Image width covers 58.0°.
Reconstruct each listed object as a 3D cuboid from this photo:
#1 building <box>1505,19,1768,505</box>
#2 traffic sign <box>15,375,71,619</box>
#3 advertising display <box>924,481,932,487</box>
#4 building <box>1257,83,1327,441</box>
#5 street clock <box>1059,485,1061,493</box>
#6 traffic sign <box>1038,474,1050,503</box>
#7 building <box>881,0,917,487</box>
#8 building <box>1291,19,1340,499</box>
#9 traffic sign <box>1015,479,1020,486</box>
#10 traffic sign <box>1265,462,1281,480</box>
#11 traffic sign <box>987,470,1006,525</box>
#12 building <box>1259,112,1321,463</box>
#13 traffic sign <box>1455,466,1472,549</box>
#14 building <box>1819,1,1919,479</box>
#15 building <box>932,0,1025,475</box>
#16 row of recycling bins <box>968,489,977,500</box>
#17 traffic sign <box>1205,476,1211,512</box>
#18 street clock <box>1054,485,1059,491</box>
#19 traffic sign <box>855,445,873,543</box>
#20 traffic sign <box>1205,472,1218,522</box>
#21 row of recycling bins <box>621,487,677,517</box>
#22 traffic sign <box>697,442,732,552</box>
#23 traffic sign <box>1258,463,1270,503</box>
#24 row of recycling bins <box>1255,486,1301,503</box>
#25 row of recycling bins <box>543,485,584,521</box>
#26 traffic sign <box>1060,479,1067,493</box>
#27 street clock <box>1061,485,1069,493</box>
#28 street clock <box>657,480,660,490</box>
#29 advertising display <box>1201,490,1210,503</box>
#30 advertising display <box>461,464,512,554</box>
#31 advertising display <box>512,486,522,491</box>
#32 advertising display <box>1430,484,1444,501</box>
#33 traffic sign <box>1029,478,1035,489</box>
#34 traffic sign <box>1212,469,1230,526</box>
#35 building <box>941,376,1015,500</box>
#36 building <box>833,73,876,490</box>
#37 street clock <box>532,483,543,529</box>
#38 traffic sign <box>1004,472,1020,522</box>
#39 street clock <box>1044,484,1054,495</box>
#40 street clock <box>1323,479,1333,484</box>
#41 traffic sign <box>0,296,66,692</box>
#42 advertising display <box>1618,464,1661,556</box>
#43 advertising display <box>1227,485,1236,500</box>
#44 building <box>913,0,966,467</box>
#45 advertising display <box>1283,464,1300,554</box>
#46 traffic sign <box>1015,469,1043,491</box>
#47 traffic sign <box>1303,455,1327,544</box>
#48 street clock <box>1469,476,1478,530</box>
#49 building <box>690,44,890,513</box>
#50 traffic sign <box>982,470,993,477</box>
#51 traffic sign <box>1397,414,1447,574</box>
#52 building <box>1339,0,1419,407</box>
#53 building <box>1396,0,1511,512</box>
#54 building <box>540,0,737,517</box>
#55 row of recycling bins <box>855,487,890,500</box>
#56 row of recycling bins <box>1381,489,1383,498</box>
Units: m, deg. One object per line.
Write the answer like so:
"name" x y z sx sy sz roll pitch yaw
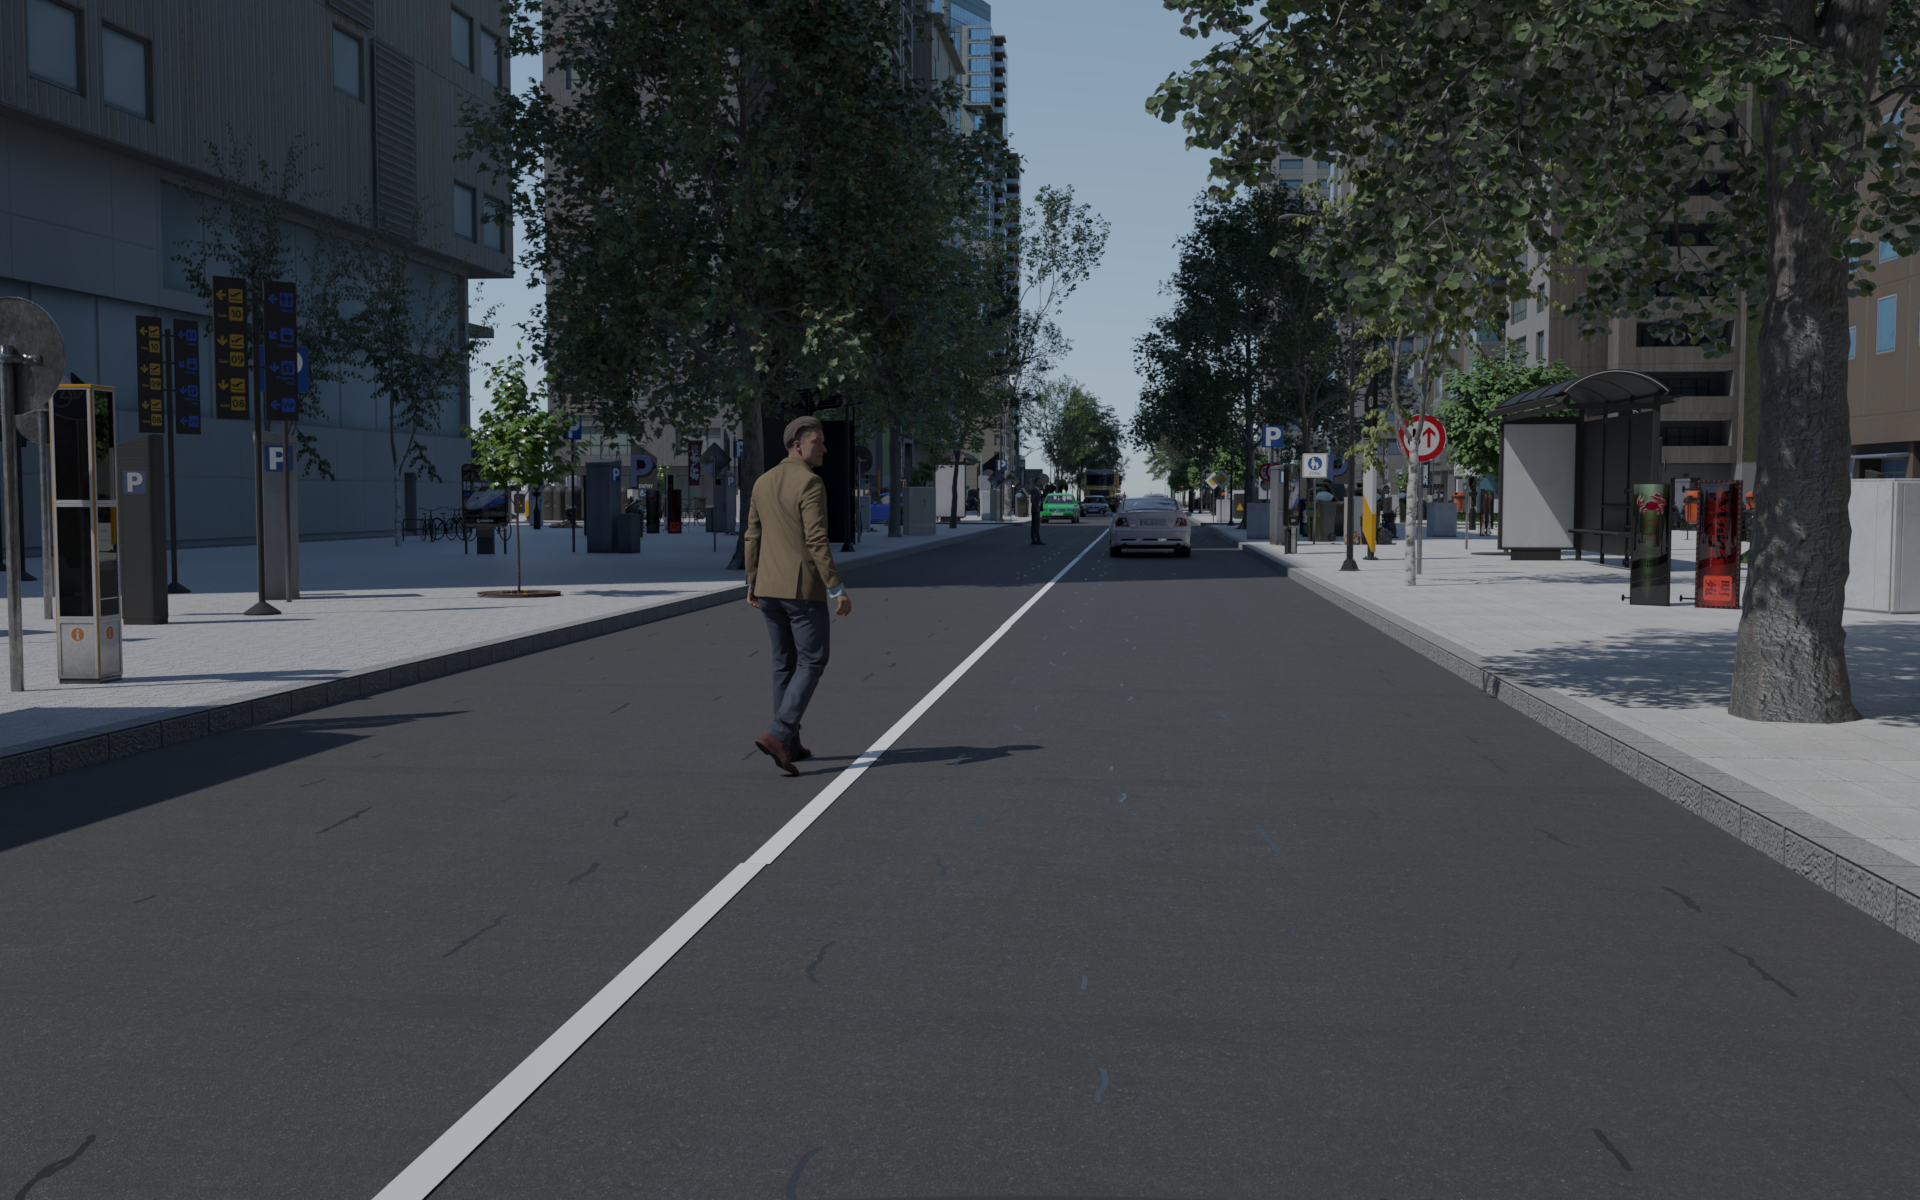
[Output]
"building" 38.086 -19.696 93.727 14.107 30.474 14.160 0 4 6
"traffic sign" -9.344 -1.075 17.681 0.768 2.556 0.104 0 4 8
"advertising display" -1.499 -4.768 83.166 0.123 1.923 0.974 1 4 23
"building" 60.076 -52.569 297.760 20.563 71.187 20.611 0 4 6
"street clock" 7.972 -8.140 137.662 0.471 2.002 0.358 -1 4 -11
"traffic sign" 5.174 -6.567 107.475 0.768 2.556 0.104 1 4 13
"building" -13.063 -44.525 166.232 20.563 71.187 20.611 0 4 6
"building" 50.219 -53.968 195.055 22.319 86.520 31.000 0 4 6
"traffic sign" 4.609 -8.499 139.062 0.768 2.556 0.104 1 4 14
"traffic sign" 12.644 -4.249 69.581 0.768 2.556 0.104 1 4 12
"traffic sign" 1.497 -4.153 71.544 0.795 2.450 0.064 0 4 6
"building" 57.962 -44.728 273.298 21.231 58.520 28.212 0 4 6
"traffic sign" 11.777 -2.329 40.206 0.606 2.300 0.079 1 4 12
"building" 32.411 -24.215 46.034 14.600 45.320 14.200 0 4 6
"building" 0.436 -60.215 297.179 22.319 86.520 31.000 0 4 6
"row of recycling bins" 1.119 -8.186 140.952 1.069 1.692 3.534 0 4 2
"traffic sign" 17.424 -7.372 120.637 0.768 2.556 0.104 1 4 12
"street clock" 7.316 -8.070 136.518 0.471 2.002 0.358 -1 4 -10
"traffic sign" -2.635 -2.748 45.034 0.768 2.556 0.104 1 4 10
"traffic sign" 11.488 -4.578 78.487 0.795 2.450 0.064 0 4 6
"row of recycling bins" -17.090 -5.375 94.990 3.534 1.692 1.069 1 4 10
"traffic sign" -5.423 -2.269 38.278 0.795 2.450 0.064 0 4 8
"traffic sign" 12.540 -4.314 70.632 0.768 2.556 0.104 0 4 7
"row of recycling bins" 16.867 -5.253 93.004 3.534 1.692 1.069 -2 4 -31
"row of recycling bins" -18.726 -4.650 83.147 3.534 1.692 1.069 2 4 35
"traffic sign" 8.550 -8.852 144.834 0.768 2.556 0.104 1 4 14
"street clock" 8.365 -8.060 136.348 0.358 2.002 0.471 2 4 24
"street clock" -15.801 -5.230 90.077 0.358 2.002 0.471 -3 4 -36
"advertising display" 20.833 -8.651 146.657 0.974 1.923 0.123 -2 4 -32
"advertising display" -10.128 -1.941 36.948 0.974 1.923 0.123 0 4 3
"advertising display" -31.023 -7.085 121.053 0.974 1.923 0.123 2 4 32
"advertising display" 30.148 -6.378 109.493 0.974 1.923 0.123 -2 4 -24
"traffic sign" 4.648 -6.570 109.549 0.606 2.300 0.079 0 4 8
"traffic sign" 10.637 -4.092 70.547 0.795 2.450 0.064 0 4 6
"building" -6.240 -25.972 269.677 27.650 21.520 28.899 0 4 6
"building" -14.017 -28.987 124.050 14.600 45.320 14.200 0 4 6
"street clock" -15.353 -3.562 62.809 0.471 2.002 0.358 2 4 25
"traffic sign" 2.348 -4.639 79.483 0.795 2.450 0.064 0 4 6
"street clock" 6.346 -7.387 125.350 0.471 2.002 0.358 -1 4 -13
"street clock" 17.722 -4.831 83.561 0.471 2.002 0.358 2 4 29
"traffic sign" -6.132 -0.678 11.190 0.768 2.556 0.104 0 4 8
"advertising display" 14.157 -1.892 36.140 0.974 1.923 0.123 -1 4 -17
"advertising display" 15.924 -5.912 101.877 0.123 1.923 0.974 -2 4 -26
"building" -14.790 -36.834 191.474 28.713 52.752 27.495 0 4 6
"advertising display" 7.121 -1.957 37.210 0.123 1.923 0.974 2 4 25
"traffic sign" 5.554 -8.914 139.621 2.265 3.308 0.079 0 4 7
"traffic sign" 9.013 -2.563 44.027 0.606 2.300 0.079 1 4 12
"street clock" 18.211 -3.482 61.508 0.358 2.002 0.471 -1 4 -17
"building" -13.790 -28.305 146.378 14.154 41.232 14.086 0 4 6
"traffic sign" 1.464 -5.522 90.392 0.768 2.556 0.104 0 4 8
"traffic sign" 7.335 -1.681 27.592 0.768 2.556 0.104 1 4 11
"building" 46.971 -38.169 166.057 21.231 58.520 28.212 0 4 6
"building" 46.365 -31.217 129.998 23.786 49.044 30.456 0 4 6
"building" -15.575 -25.597 102.113 14.154 41.232 14.086 0 4 6
"row of recycling bins" -4.826 -5.842 102.637 3.534 1.692 1.069 0 4 0
"row of recycling bins" 32.994 -7.928 136.733 1.069 1.692 3.534 0 4 5
